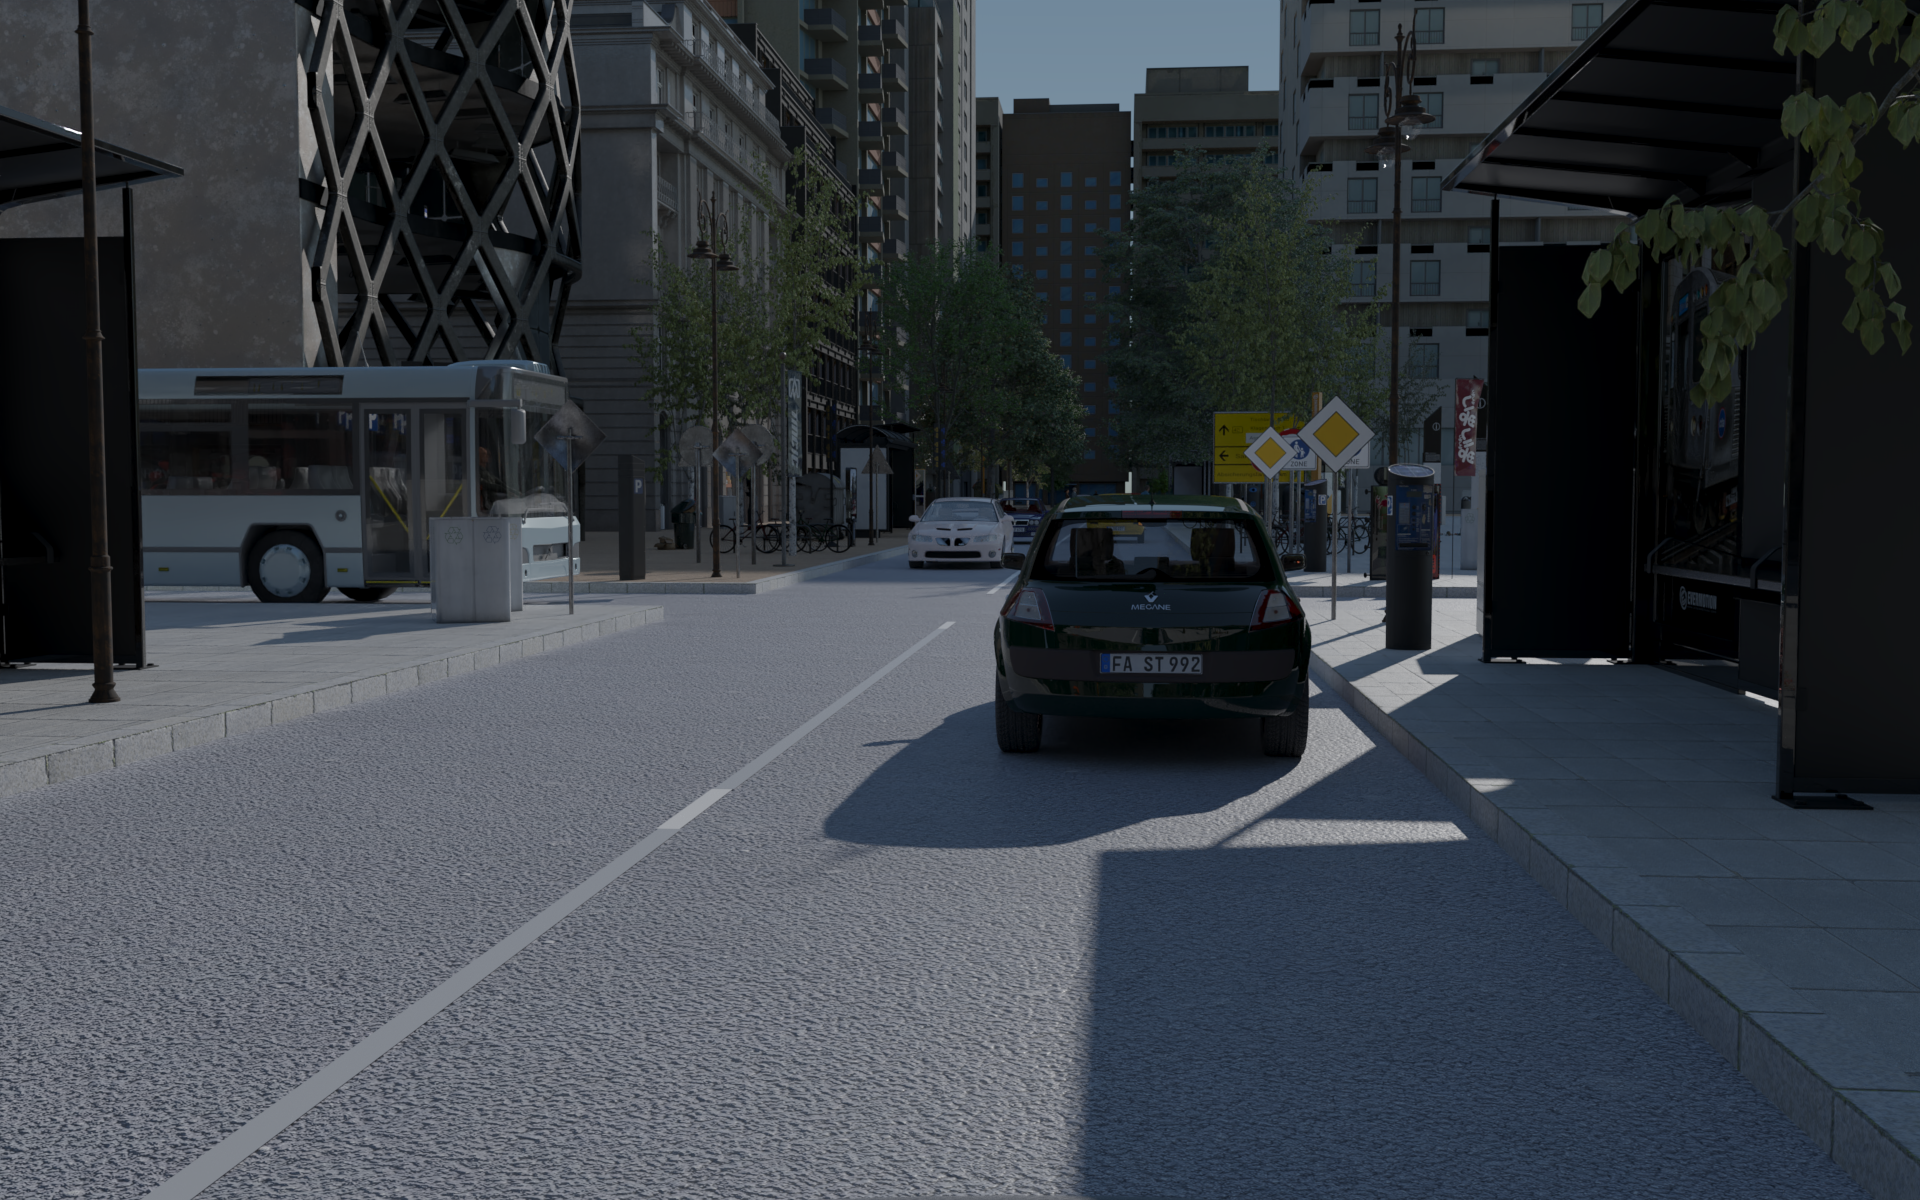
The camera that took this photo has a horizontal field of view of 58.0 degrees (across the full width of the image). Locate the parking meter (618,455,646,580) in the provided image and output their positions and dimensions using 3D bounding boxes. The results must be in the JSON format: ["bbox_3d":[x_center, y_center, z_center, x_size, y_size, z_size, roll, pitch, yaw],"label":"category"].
[{"bbox_3d":[-4.900,-1.234,25.880,0.255,1.863,0.399,2,4,24],"label":"parking meter"}]

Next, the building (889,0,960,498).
[{"bbox_3d":[-7.672,-27.836,138.705,14.154,41.232,14.086,0,4,5],"label":"building"}]

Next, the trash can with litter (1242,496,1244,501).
[{"bbox_3d":[13.741,-4.489,84.781,0.624,1.170,1.055,1,4,12],"label":"trash can with litter"}]

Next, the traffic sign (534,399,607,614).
[{"bbox_3d":[-4.141,-0.903,18.414,0.795,2.450,0.064,0,4,5],"label":"traffic sign"}]

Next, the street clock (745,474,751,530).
[{"bbox_3d":[-7.395,-3.454,61.035,0.358,2.002,0.471,0,4,0],"label":"street clock"}]

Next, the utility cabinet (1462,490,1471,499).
[{"bbox_3d":[28.450,-5.343,96.032,1.173,1.500,0.318,1,4,19],"label":"utility cabinet"}]

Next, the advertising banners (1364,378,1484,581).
[{"bbox_3d":[6.971,-1.820,25.941,2.074,3.025,0.090,-1,4,-21],"label":"advertising banners"}]

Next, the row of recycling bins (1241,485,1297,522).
[{"bbox_3d":[14.167,-4.545,81.420,3.534,1.692,1.069,0,4,5],"label":"row of recycling bins"}]

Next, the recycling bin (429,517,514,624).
[{"bbox_3d":[-4.961,-0.305,17.545,0.722,1.027,0.722,-1,4,-21],"label":"recycling bin"}]

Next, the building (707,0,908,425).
[{"bbox_3d":[-15.398,-28.272,116.868,22.147,44.769,28.867,0,4,5],"label":"building"}]

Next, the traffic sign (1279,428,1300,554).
[{"bbox_3d":[6.435,-2.049,33.611,0.768,2.556,0.104,0,4,7],"label":"traffic sign"}]

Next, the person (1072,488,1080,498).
[{"bbox_3d":[6.654,-5.546,99.349,0.590,1.801,0.661,1,4,11],"label":"person"}]

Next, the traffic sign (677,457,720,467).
[{"bbox_3d":[-5.082,-2.055,33.609,0.884,2.594,0.081,1,4,14],"label":"traffic sign"}]

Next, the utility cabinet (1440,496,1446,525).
[{"bbox_3d":[19.611,-3.703,71.703,0.306,1.237,1.020,-3,4,-38],"label":"utility cabinet"}]

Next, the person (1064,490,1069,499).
[{"bbox_3d":[7.290,-6.559,116.563,0.721,1.723,1.217,1,4,8],"label":"person"}]

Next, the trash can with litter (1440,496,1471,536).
[{"bbox_3d":[15.436,-2.616,53.829,1.678,1.210,2.233,3,5,43],"label":"trash can with litter"}]

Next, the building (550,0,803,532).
[{"bbox_3d":[-15.086,-13.971,70.231,13.314,21.916,24.055,0,4,5],"label":"building"}]

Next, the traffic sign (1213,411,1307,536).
[{"bbox_3d":[7.350,-2.978,42.561,2.265,3.308,0.079,1,4,13],"label":"traffic sign"}]

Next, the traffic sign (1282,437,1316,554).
[{"bbox_3d":[5.914,-1.720,30.258,0.606,2.300,0.079,1,4,12],"label":"traffic sign"}]

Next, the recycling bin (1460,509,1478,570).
[{"bbox_3d":[8.963,-1.028,29.363,0.722,1.027,0.722,3,5,40],"label":"recycling bin"}]

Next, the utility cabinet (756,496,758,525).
[{"bbox_3d":[-7.527,-3.188,63.289,0.306,1.237,1.020,0,4,-6],"label":"utility cabinet"}]

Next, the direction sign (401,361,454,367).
[{"bbox_3d":[-9.099,-2.307,29.718,0.876,3.537,0.379,-2,4,-24],"label":"direction sign"}]

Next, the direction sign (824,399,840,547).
[{"bbox_3d":[-3.109,-3.052,41.904,0.379,3.537,0.876,-1,4,-20],"label":"direction sign"}]

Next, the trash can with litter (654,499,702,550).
[{"bbox_3d":[-6.519,-1.750,40.001,0.624,1.170,1.055,3,4,39],"label":"trash can with litter"}]

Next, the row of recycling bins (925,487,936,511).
[{"bbox_3d":[-2.516,-5.459,96.362,3.534,1.692,1.069,3,5,39],"label":"row of recycling bins"}]

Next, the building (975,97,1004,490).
[{"bbox_3d":[-5.201,-35.479,203.776,21.600,48.544,21.300,0,4,5],"label":"building"}]

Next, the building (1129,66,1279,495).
[{"bbox_3d":[30.503,-35.260,200.196,21.600,48.544,21.300,0,4,5],"label":"building"}]

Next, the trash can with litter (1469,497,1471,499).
[{"bbox_3d":[28.136,-5.077,94.388,1.055,1.170,0.624,-3,5,-40],"label":"trash can with litter"}]

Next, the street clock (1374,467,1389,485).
[{"bbox_3d":[11.248,-2.534,46.007,0.471,2.002,0.358,0,4,-6],"label":"street clock"}]

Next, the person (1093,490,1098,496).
[{"bbox_3d":[12.182,-8.906,154.638,1.217,1.766,0.721,2,4,24],"label":"person"}]

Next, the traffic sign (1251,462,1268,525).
[{"bbox_3d":[7.440,-2.569,42.115,0.768,2.556,0.104,1,4,14],"label":"traffic sign"}]

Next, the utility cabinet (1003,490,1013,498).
[{"bbox_3d":[2.651,-5.631,100.753,0.318,1.500,1.173,2,4,32],"label":"utility cabinet"}]

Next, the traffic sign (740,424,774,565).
[{"bbox_3d":[-3.755,-1.917,31.455,0.768,2.556,0.104,1,4,15],"label":"traffic sign"}]

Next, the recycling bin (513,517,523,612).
[{"bbox_3d":[-5.264,-0.386,18.858,0.722,1.027,0.722,2,4,28],"label":"recycling bin"}]

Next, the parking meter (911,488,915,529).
[{"bbox_3d":[-2.011,-3.577,66.890,0.372,1.533,0.369,0,3,0],"label":"parking meter"}]

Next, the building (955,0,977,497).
[{"bbox_3d":[-9.524,-44.076,158.888,20.611,71.187,20.563,0,4,5],"label":"building"}]

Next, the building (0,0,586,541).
[{"bbox_3d":[-18.459,-10.763,43.427,16.820,18.784,16.811,0,4,5],"label":"building"}]

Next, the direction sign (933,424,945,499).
[{"bbox_3d":[-0.667,-3.915,56.008,0.379,3.537,0.876,1,4,23],"label":"direction sign"}]

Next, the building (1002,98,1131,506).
[{"bbox_3d":[12.404,-33.575,199.062,14.200,45.320,14.600,0,4,5],"label":"building"}]

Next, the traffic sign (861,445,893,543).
[{"bbox_3d":[-2.186,-2.791,45.638,0.884,2.594,0.081,1,4,15],"label":"traffic sign"}]

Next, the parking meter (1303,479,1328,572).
[{"bbox_3d":[5.860,-1.232,28.551,0.372,1.533,0.369,0,3,0],"label":"parking meter"}]

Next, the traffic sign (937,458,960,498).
[{"bbox_3d":[-0.412,-3.858,63.076,0.884,2.594,0.081,1,4,14],"label":"traffic sign"}]

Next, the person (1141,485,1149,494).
[{"bbox_3d":[7.357,-3.673,68.897,0.444,1.785,0.601,-2,4,-31],"label":"person"}]

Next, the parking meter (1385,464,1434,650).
[{"bbox_3d":[3.725,-0.363,14.345,0.372,1.533,0.369,0,3,0],"label":"parking meter"}]

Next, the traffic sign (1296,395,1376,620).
[{"bbox_3d":[3.815,-0.856,17.636,0.795,2.450,0.064,0,4,5],"label":"traffic sign"}]

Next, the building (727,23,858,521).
[{"bbox_3d":[-12.658,-15.937,90.251,12.332,23.373,15.834,0,4,5],"label":"building"}]

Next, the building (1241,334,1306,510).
[{"bbox_3d":[39.118,-18.760,151.764,27.650,21.520,28.899,0,4,5],"label":"building"}]

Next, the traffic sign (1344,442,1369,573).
[{"bbox_3d":[6.325,-1.589,28.110,0.606,2.300,0.079,0,4,6],"label":"traffic sign"}]

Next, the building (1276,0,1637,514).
[{"bbox_3d":[37.235,-32.629,122.718,28.713,52.752,27.495,0,4,5],"label":"building"}]

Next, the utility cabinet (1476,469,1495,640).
[{"bbox_3d":[4.788,-0.406,15.320,0.318,1.500,1.173,1,4,12],"label":"utility cabinet"}]

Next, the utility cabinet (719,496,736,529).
[{"bbox_3d":[-8.597,-3.253,64.341,0.306,1.237,1.020,2,4,29],"label":"utility cabinet"}]

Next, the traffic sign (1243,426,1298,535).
[{"bbox_3d":[4.574,-1.342,25.586,0.795,2.450,0.064,0,4,5],"label":"traffic sign"}]

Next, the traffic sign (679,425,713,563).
[{"bbox_3d":[-4.868,-1.961,32.174,0.768,2.556,0.104,1,4,11],"label":"traffic sign"}]
